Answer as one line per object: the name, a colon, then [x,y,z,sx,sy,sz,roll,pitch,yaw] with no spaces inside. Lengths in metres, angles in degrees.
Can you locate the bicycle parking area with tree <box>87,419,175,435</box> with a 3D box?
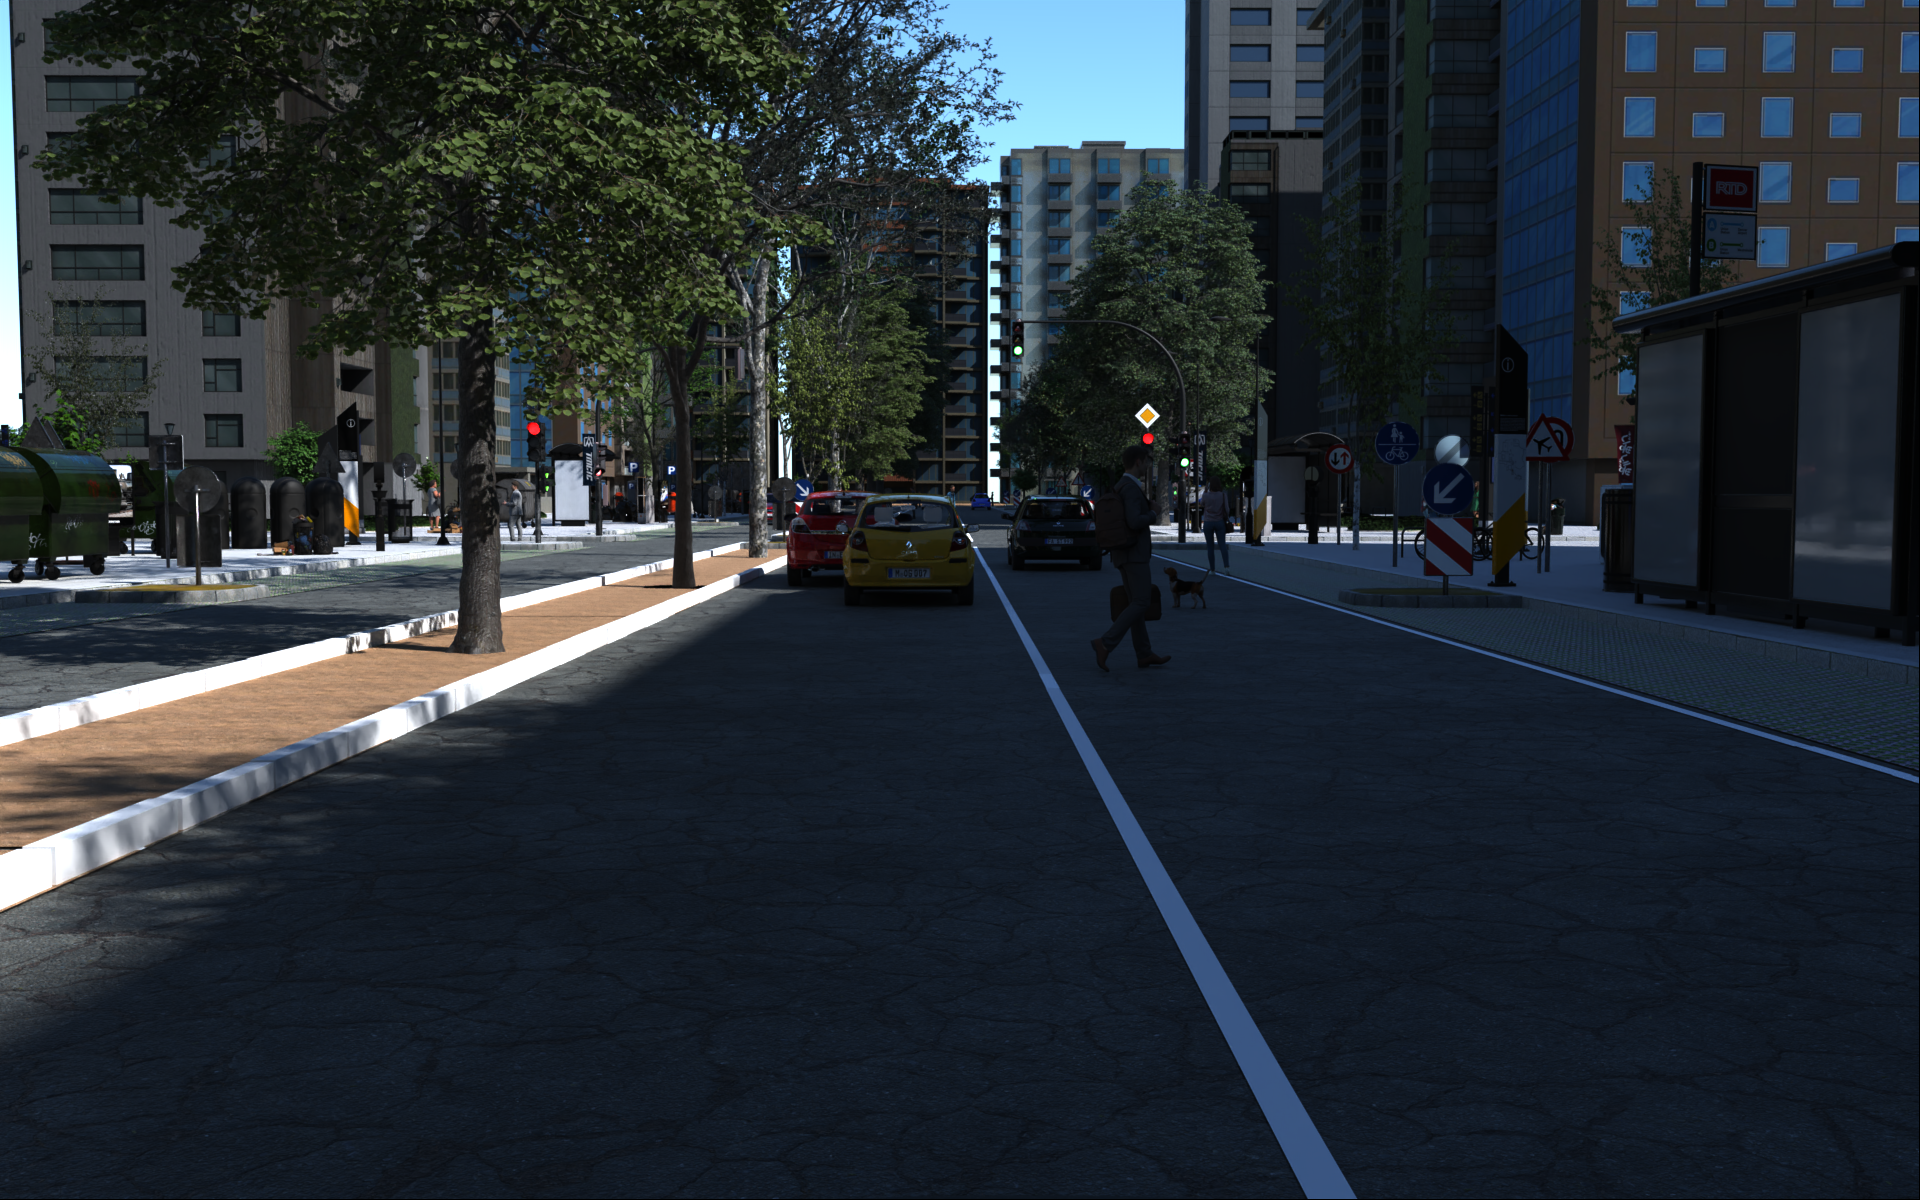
bicycle parking area with tree: [-32.220,-4.931,67.627,9.016,4.147,8.231,1,4,21]

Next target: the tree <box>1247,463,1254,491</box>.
tree: [18.781,-7.046,109.810,1.663,3.219,1.824,0,3,0]

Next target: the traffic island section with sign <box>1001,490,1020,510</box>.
traffic island section with sign: [4.972,-8.996,155.716,1.989,1.847,2.006,0,4,0]

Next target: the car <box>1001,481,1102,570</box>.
car: [1.821,-1.479,33.969,2.009,1.686,4.222,0,3,0]

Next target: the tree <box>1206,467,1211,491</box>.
tree: [14.452,-6.768,105.264,1.663,3.219,1.824,0,3,0]

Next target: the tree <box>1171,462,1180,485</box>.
tree: [16.221,-8.313,119.628,4.285,4.588,4.351,0,3,0]

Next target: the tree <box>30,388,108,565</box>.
tree: [-16.508,-2.265,31.630,1.663,3.219,1.824,0,3,0]

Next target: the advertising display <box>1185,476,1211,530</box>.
advertising display: [8.487,-3.478,62.084,0.974,1.923,0.123,0,4,8]

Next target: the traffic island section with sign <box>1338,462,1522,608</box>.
traffic island section with sign: [6.035,-0.854,22.585,1.989,1.847,2.006,0,4,0]

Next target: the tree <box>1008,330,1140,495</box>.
tree: [8.125,-12.172,116.013,9.611,12.733,9.660,0,3,0]

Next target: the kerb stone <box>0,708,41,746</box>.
kerb stone: [-5.472,0.755,9.899,0.120,0.150,1.000,0,4,0]

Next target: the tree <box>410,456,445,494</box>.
tree: [-27.064,-5.702,87.829,1.663,3.219,1.824,0,3,0]

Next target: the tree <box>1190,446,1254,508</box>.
tree: [17.796,-7.940,113.530,4.285,4.588,4.351,0,3,0]

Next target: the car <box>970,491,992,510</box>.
car: [1.878,-8.885,154.866,1.945,1.707,3.694,0,4,-1]

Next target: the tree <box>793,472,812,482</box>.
tree: [-14.215,-9.664,152.612,1.663,3.219,1.824,0,3,0]

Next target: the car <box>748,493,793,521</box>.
car: [-8.838,-4.421,81.324,2.155,1.783,4.494,0,3,0]

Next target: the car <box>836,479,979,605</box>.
car: [-0.713,-0.827,23.740,2.015,1.641,3.980,0,4,-2]

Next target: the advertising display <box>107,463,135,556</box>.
advertising display: [-17.573,-1.868,35.754,0.974,1.923,0.123,-2,4,-29]

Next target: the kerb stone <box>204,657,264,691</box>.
kerb stone: [-5.496,0.570,12.979,0.120,0.150,1.000,0,4,0]

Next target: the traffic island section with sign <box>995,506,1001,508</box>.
traffic island section with sign: [4.754,-10.670,183.081,1.989,1.847,2.006,0,4,0]

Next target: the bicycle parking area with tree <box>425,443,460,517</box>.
bicycle parking area with tree: [-31.017,-6.780,97.853,8.231,4.147,9.016,1,4,14]

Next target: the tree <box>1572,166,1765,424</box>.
tree: [15.970,-5.382,38.350,4.737,8.622,4.395,0,3,0]

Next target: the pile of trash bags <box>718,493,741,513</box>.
pile of trash bags: [-16.365,-6.976,123.815,1.912,1.369,3.447,2,4,26]

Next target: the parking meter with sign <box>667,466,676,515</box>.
parking meter with sign: [-17.712,-6.753,106.665,0.543,3.016,1.738,-1,4,-12]

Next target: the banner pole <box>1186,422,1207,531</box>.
banner pole: [8.192,-4.302,60.356,0.863,3.779,0.401,1,4,19]

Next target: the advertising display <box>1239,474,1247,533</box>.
advertising display: [9.354,-3.182,57.247,0.123,1.923,0.974,1,4,16]

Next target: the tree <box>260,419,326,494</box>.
tree: [-28.776,-5.628,75.732,4.285,4.588,4.351,0,3,0]

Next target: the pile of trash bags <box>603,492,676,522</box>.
pile of trash bags: [-14.290,-4.254,79.307,3.447,1.369,1.912,2,4,32]

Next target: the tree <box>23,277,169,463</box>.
tree: [-29.896,-6.685,59.661,4.360,8.622,3.978,0,3,0]

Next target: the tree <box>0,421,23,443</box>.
tree: [-66.837,-9.130,112.182,11.467,7.101,20.602,-1,4,-12]

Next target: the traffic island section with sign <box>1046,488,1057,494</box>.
traffic island section with sign: [5.386,-5.902,105.128,1.989,1.847,2.006,0,4,0]

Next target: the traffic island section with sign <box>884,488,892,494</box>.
traffic island section with sign: [-5.372,-7.349,128.288,2.006,1.907,1.989,0,4,0]

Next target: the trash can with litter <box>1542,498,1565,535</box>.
trash can with litter: [18.570,-2.637,54.499,0.624,1.170,1.055,-1,4,-13]

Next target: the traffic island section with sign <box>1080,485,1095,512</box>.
traffic island section with sign: [5.598,-4.254,78.173,1.989,1.847,2.006,0,4,0]

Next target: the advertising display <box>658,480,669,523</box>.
advertising display: [-13.243,-4.407,77.263,0.123,1.923,0.974,1,4,12]

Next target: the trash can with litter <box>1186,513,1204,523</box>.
trash can with litter: [10.657,-3.950,75.637,2.233,1.210,1.678,1,4,15]

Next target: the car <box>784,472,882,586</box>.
car: [-1.862,-1.194,28.557,2.155,1.783,4.494,0,4,-2]

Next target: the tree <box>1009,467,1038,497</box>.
tree: [7.044,-12.510,188.246,4.285,4.588,4.351,0,3,0]

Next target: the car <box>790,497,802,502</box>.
car: [-8.625,-5.211,94.232,2.155,1.783,4.494,0,4,-1]

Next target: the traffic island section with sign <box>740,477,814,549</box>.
traffic island section with sign: [-4.707,-2.300,45.745,2.006,1.907,1.989,0,4,0]

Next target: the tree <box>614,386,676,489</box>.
tree: [-21.203,-10.120,115.818,4.360,8.622,3.978,0,3,0]

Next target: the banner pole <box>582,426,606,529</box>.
banner pole: [-13.344,-4.471,63.111,0.863,3.779,0.401,0,4,-3]

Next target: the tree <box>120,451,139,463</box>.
tree: [-36.625,-4.987,76.143,1.663,3.219,1.824,0,3,0]

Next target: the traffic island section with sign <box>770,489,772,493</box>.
traffic island section with sign: [-11.243,-5.931,105.593,1.989,1.847,2.006,0,4,0]

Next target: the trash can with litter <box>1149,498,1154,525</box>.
trash can with litter: [7.870,-3.668,71.358,0.624,1.170,1.055,-2,4,-24]

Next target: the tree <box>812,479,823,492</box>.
tree: [-15.197,-11.547,183.401,1.663,3.219,1.824,0,3,0]

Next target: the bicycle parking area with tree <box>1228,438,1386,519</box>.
bicycle parking area with tree: [17.606,-6.287,89.788,8.231,4.147,9.016,0,4,6]

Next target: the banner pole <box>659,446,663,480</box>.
banner pole: [-15.576,-6.125,90.162,0.401,3.779,0.863,-2,4,-23]

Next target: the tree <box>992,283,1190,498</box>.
tree: [7.578,-9.798,85.947,9.928,11.665,9.643,0,3,0]

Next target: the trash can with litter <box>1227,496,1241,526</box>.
trash can with litter: [11.496,-3.570,69.434,1.678,1.210,2.233,3,5,41]

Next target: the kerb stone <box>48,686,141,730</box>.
kerb stone: [-5.475,0.690,10.920,0.120,0.150,1.000,0,4,0]

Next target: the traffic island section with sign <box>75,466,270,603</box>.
traffic island section with sign: [-10.590,-0.914,23.577,1.989,1.847,2.006,0,4,0]

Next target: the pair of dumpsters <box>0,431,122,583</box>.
pair of dumpsters: [-14.005,-1.392,25.257,1.574,2.255,4.437,0,4,0]

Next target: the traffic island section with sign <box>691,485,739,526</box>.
traffic island section with sign: [-11.021,-4.246,78.049,1.989,1.847,2.006,0,4,0]

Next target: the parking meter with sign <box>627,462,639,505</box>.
parking meter with sign: [-17.909,-6.008,94.499,0.543,3.016,1.738,0,4,-2]

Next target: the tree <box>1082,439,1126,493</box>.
tree: [8.595,-6.966,97.605,4.285,4.588,4.351,0,3,0]

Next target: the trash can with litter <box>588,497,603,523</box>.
trash can with litter: [-15.942,-3.914,75.373,0.624,1.170,1.055,0,4,5]

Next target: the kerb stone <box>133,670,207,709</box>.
kerb stone: [-5.486,0.627,11.950,0.120,0.150,1.000,0,4,0]
